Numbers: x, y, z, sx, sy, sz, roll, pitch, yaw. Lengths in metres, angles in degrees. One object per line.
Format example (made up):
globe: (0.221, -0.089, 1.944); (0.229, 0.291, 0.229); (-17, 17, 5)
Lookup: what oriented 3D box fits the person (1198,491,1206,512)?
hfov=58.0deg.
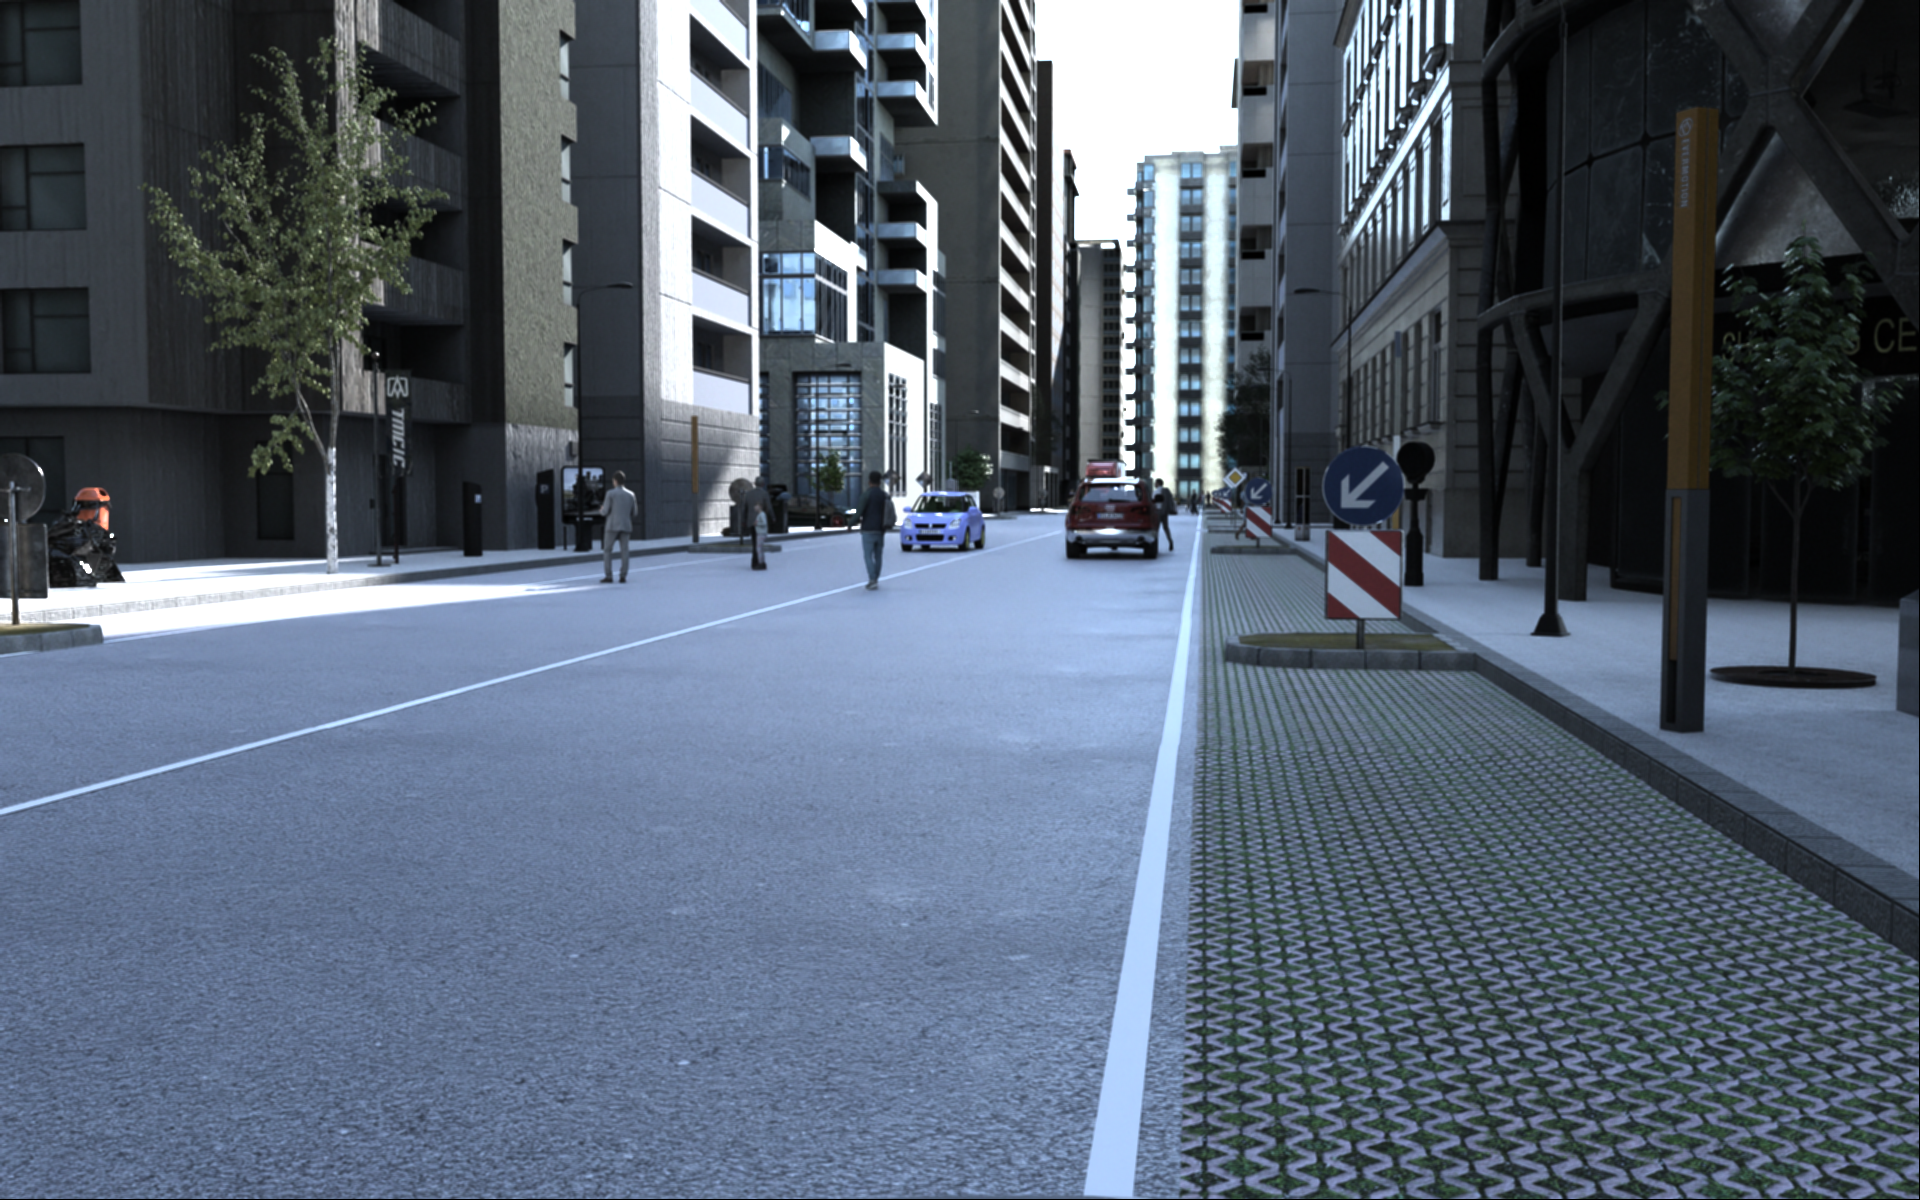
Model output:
person: (19.794, -8.091, 141.625); (0.563, 1.720, 0.643); (-1, 4, -21)

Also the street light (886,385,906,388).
street light: (-2.989, -6.183, 73.634); (1.470, 5.913, 1.316); (0, 4, 8)

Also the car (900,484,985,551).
car: (-0.427, -2.133, 44.468); (1.945, 1.707, 3.694); (1, 4, 10)

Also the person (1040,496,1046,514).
person: (5.838, -6.687, 122.110); (0.475, 1.303, 0.640); (1, 4, 19)

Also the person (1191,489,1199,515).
person: (15.927, -6.654, 117.706); (0.534, 1.772, 0.576); (-3, 5, -44)

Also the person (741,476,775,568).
person: (-3.934, -1.535, 33.992); (0.661, 1.777, 0.834); (1, 4, 15)

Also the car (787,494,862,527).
car: (-5.983, -3.671, 69.810); (4.222, 1.686, 2.009); (0, 4, 7)

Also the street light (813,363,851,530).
street light: (-4.550, -5.454, 61.712); (1.470, 5.913, 1.316); (0, 4, 8)

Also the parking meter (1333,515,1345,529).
parking meter: (10.565, -2.600, 48.229); (0.255, 1.863, 0.399); (2, 4, 24)

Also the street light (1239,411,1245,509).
street light: (16.350, -7.635, 97.377); (1.470, 5.913, 1.316); (0, 4, 8)

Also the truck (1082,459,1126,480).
truck: (11.924, -9.365, 142.028); (2.839, 4.237, 11.283); (1, 4, 10)

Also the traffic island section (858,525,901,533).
traffic island section: (-2.646, -2.658, 65.746); (2.009, 0.180, 2.903); (0, 4, 8)

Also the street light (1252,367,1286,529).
street light: (11.555, -5.569, 63.592); (1.470, 5.913, 1.316); (0, 4, 8)

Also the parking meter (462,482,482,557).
parking meter: (-10.034, -1.666, 35.649); (0.372, 1.533, 0.369); (0, 3, 0)

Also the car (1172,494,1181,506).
car: (26.655, -12.617, 216.516); (2.015, 1.641, 3.980); (1, 4, 8)

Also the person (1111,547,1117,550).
person: (3.973, -2.206, 44.693); (0.709, 1.813, 0.853); (-1, 4, -23)

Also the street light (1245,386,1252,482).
street light: (13.037, -6.201, 73.935); (1.470, 5.913, 1.316); (0, 4, 8)

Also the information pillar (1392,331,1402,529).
information pillar: (6.234, -2.042, 24.742); (0.183, 3.616, 0.504); (1, 4, 12)

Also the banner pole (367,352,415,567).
banner pole: (-10.088, -2.486, 30.660); (0.863, 3.779, 0.401); (0, 4, -1)

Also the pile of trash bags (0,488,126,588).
pile of trash bags: (-13.032, -0.932, 24.999); (1.912, 1.369, 3.447); (-1, 4, -8)

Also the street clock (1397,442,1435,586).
street clock: (6.339, -1.196, 24.129); (0.358, 2.002, 0.471); (-3, 5, -43)

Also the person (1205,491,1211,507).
person: (27.418, -11.209, 192.289); (0.750, 1.759, 0.617); (-1, 4, -16)

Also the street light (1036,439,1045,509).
street light: (7.020, -10.523, 144.594); (1.470, 5.913, 1.316); (0, 4, 8)

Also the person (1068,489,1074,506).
person: (8.807, -7.790, 136.050); (0.728, 1.800, 0.709); (1, 4, 16)

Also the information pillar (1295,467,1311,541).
information pillar: (9.405, -2.631, 47.516); (0.304, 2.012, 0.304); (-3, 5, -43)

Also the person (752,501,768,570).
person: (-3.782, -1.218, 32.694); (0.394, 1.301, 0.425); (-3, 4, -36)

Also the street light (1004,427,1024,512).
street light: (3.730, -9.070, 120.832); (1.470, 5.913, 1.316); (0, 4, 8)

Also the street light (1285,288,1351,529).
street light: (8.212, -4.069, 39.076); (1.470, 5.913, 1.316); (0, 4, 8)

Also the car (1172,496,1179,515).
car: (14.158, -6.619, 120.584); (2.083, 1.381, 4.827); (1, 4, 10)

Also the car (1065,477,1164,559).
car: (3.565, -1.920, 40.058); (2.281, 1.827, 5.304); (0, 4, 7)

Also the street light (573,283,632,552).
street light: (-7.886, -4.020, 38.274); (1.470, 5.913, 1.316); (0, 4, 8)

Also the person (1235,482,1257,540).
person: (8.982, -2.777, 53.994); (0.778, 1.811, 0.616); (-2, 4, -26)

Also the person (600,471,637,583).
person: (-5.582, -1.186, 28.097); (0.606, 1.804, 0.583); (-3, 5, -44)

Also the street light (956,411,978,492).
street light: (0.332, -7.637, 97.402); (1.470, 5.913, 1.316); (0, 4, 8)

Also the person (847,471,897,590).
person: (-1.299, -1.061, 26.190); (0.623, 1.781, 0.721); (-3, 5, -44)

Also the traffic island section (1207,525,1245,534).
traffic island section: (10.170, -2.548, 63.949); (2.009, 0.180, 2.903); (0, 4, 8)

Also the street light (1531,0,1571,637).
street light: (4.833, -2.636, 15.644); (1.470, 5.913, 1.316); (0, 4, 8)

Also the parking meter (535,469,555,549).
parking meter: (-9.624, -2.108, 40.178); (0.399, 1.863, 0.255); (0, 4, -2)

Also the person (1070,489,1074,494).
person: (9.933, -8.782, 151.949); (0.709, 1.838, 0.599); (-3, 4, -37)

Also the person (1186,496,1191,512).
person: (18.452, -7.773, 139.852); (0.475, 1.303, 0.640); (3, 5, 42)

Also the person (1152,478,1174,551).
person: (5.148, -2.165, 43.996); (0.679, 1.850, 0.850); (-2, 4, -29)
